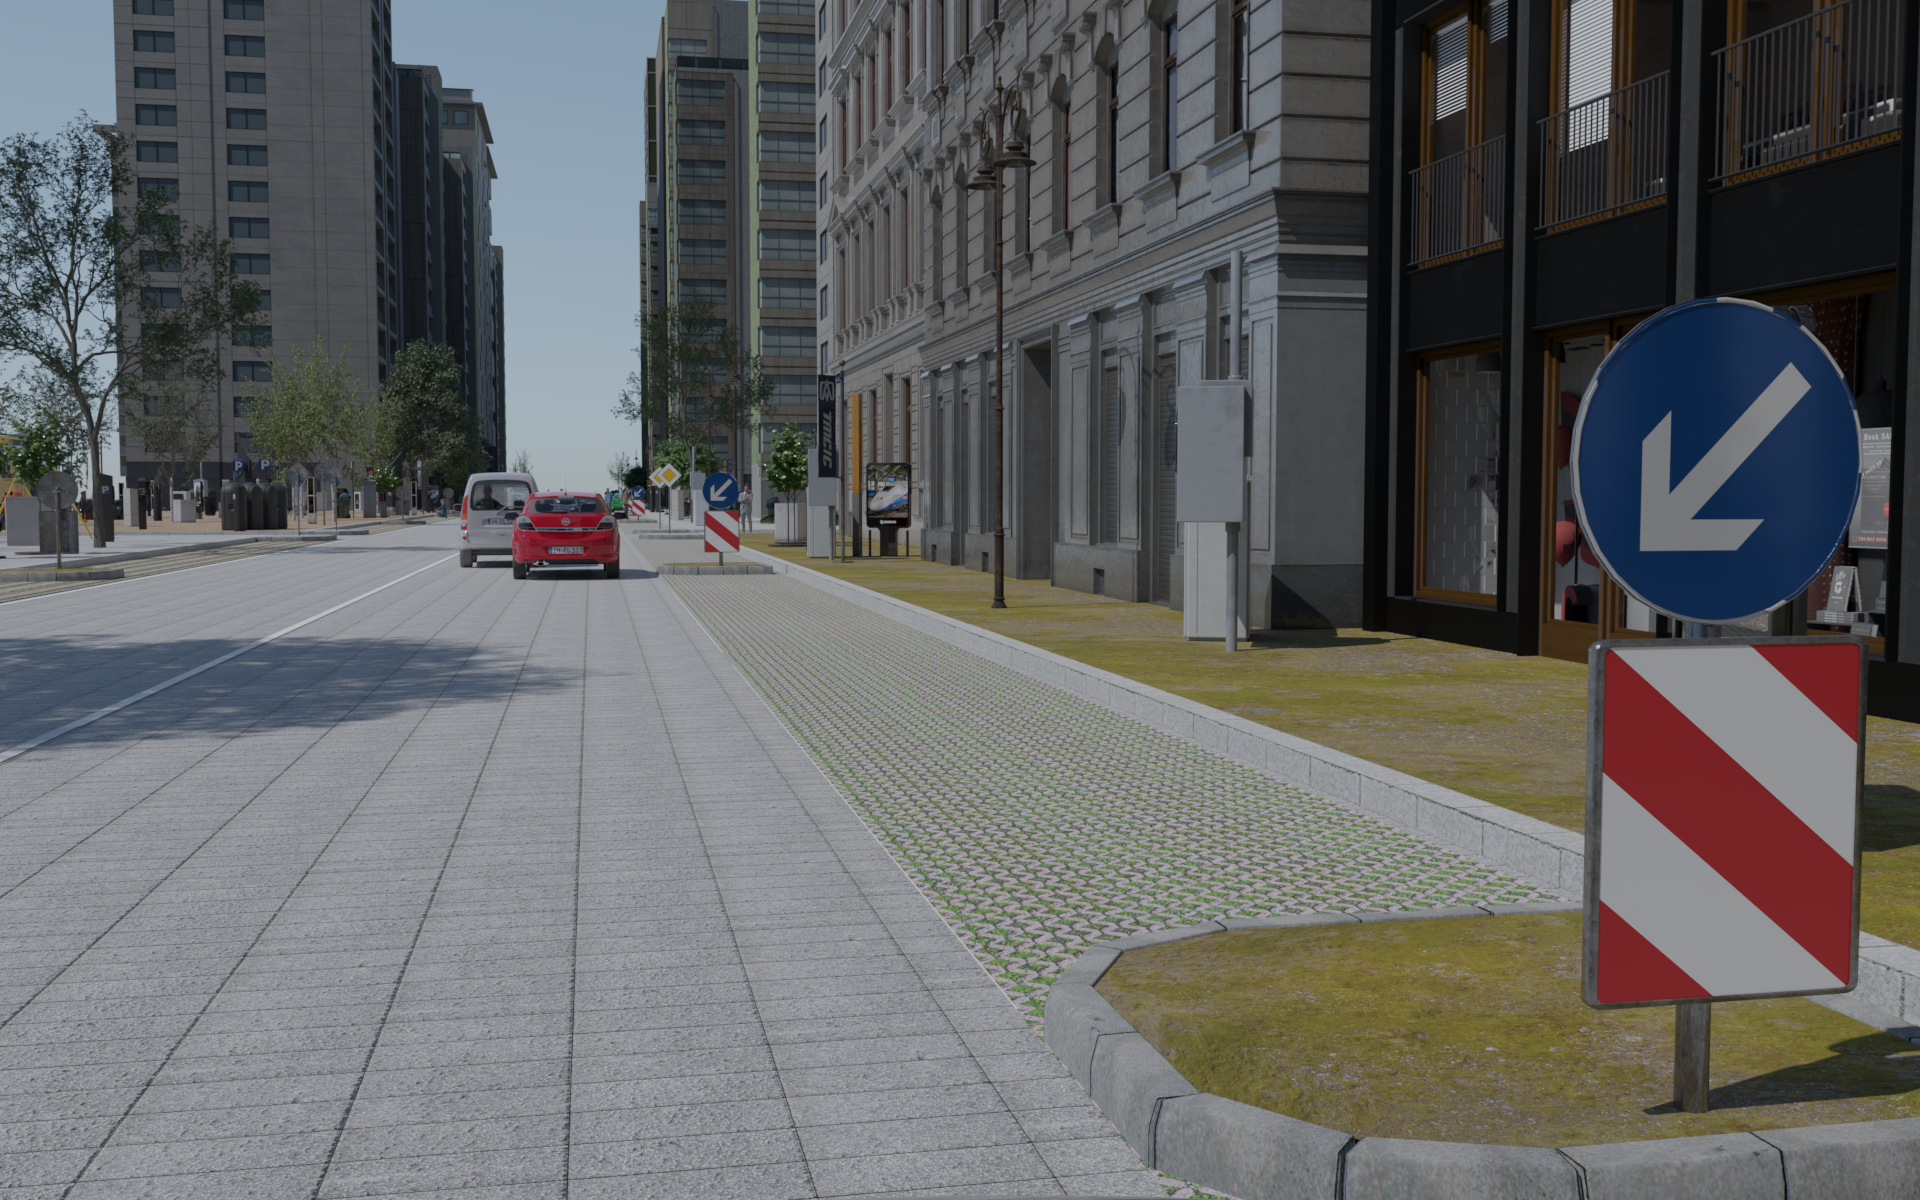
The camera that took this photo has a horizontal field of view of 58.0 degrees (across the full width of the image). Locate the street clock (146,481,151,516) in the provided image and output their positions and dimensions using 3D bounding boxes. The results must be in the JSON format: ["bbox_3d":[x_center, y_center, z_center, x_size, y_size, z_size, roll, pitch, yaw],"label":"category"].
[{"bbox_3d":[-46.615,-5.808,99.529,0.471,2.002,0.358,-1,4,-22],"label":"street clock"}]

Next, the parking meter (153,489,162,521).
[{"bbox_3d":[-38.162,-4.523,82.355,0.372,1.533,0.369,0,3,0],"label":"parking meter"}]

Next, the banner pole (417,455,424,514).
[{"bbox_3d":[-34.314,-7.353,110.232,0.863,3.779,0.401,3,5,42],"label":"banner pole"}]

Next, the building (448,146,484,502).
[{"bbox_3d":[-62.501,-31.399,196.962,14.154,41.232,14.086,-1,4,-12],"label":"building"}]

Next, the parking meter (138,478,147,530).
[{"bbox_3d":[-29.595,-3.484,62.678,0.255,1.863,0.399,-2,4,-24],"label":"parking meter"}]

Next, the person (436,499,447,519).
[{"bbox_3d":[-30.001,-5.262,100.027,0.738,1.151,1.012,0,4,4],"label":"person"}]

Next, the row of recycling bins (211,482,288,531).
[{"bbox_3d":[-25.367,-3.383,62.431,1.069,1.692,3.534,1,4,8],"label":"row of recycling bins"}]

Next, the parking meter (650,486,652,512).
[{"bbox_3d":[-21.494,-7.052,121.013,0.255,1.863,0.399,-2,4,-32],"label":"parking meter"}]

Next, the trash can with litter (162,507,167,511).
[{"bbox_3d":[-59.934,-7.247,129.874,1.055,1.170,0.624,-1,4,-18],"label":"trash can with litter"}]

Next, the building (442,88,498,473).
[{"bbox_3d":[-76.190,-39.006,226.990,28.713,52.752,27.495,-1,4,-12],"label":"building"}]

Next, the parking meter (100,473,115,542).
[{"bbox_3d":[-22.841,-2.486,46.363,0.399,1.863,0.255,-1,4,-21],"label":"parking meter"}]

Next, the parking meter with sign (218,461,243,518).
[{"bbox_3d":[-38.533,-5.818,91.387,1.738,3.016,0.543,2,4,35],"label":"parking meter with sign"}]

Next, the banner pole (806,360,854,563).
[{"bbox_3d":[-2.346,-2.577,32.156,0.401,3.779,0.863,3,5,41],"label":"banner pole"}]

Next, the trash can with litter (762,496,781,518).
[{"bbox_3d":[-8.884,-4.270,81.196,0.624,1.170,1.055,2,4,26],"label":"trash can with litter"}]

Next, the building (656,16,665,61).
[{"bbox_3d":[-21.010,-31.322,162.219,14.600,45.320,14.200,-1,4,-12],"label":"building"}]

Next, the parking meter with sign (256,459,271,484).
[{"bbox_3d":[-35.060,-5.555,87.081,0.543,3.016,1.738,-2,4,-31],"label":"parking meter with sign"}]

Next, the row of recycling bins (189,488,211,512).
[{"bbox_3d":[-54.991,-7.266,125.915,1.069,1.692,3.534,0,4,-1],"label":"row of recycling bins"}]

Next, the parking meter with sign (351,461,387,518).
[{"bbox_3d":[-31.550,-5.887,92.515,1.738,3.016,0.543,-2,4,-24],"label":"parking meter with sign"}]

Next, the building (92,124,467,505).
[{"bbox_3d":[-67.490,-29.641,176.509,32.217,40.220,23.993,-1,4,-12],"label":"building"}]

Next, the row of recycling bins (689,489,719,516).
[{"bbox_3d":[-15.310,-5.961,104.575,1.069,1.692,3.534,1,4,17],"label":"row of recycling bins"}]

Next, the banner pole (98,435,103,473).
[{"bbox_3d":[-36.530,-5.108,73.535,0.401,3.779,0.863,0,4,-3],"label":"banner pole"}]

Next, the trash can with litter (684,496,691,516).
[{"bbox_3d":[-15.803,-5.315,98.287,1.055,1.170,0.624,0,4,-2],"label":"trash can with litter"}]

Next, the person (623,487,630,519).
[{"bbox_3d":[-18.872,-5.470,97.850,0.656,1.842,0.836,2,4,32],"label":"person"}]

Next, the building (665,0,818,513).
[{"bbox_3d":[-17.984,-28.403,147.984,14.154,41.232,14.086,-1,4,-12],"label":"building"}]

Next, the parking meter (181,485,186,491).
[{"bbox_3d":[-48.557,-6.276,108.315,0.255,1.863,0.399,-1,4,-18],"label":"parking meter"}]

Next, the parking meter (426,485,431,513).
[{"bbox_3d":[-36.058,-6.838,117.516,0.255,1.863,0.399,-1,4,-17],"label":"parking meter"}]

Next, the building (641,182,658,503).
[{"bbox_3d":[-34.554,-33.466,230.756,14.154,41.232,14.086,-1,4,-12],"label":"building"}]

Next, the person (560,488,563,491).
[{"bbox_3d":[-27.896,-6.906,121.423,0.388,1.821,0.555,2,4,23],"label":"person"}]

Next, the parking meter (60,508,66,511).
[{"bbox_3d":[-41.160,-4.336,79.307,0.372,1.533,0.369,0,3,0],"label":"parking meter"}]

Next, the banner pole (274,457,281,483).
[{"bbox_3d":[-41.936,-7.130,106.585,0.401,3.779,0.863,1,4,9],"label":"banner pole"}]

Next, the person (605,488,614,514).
[{"bbox_3d":[-20.817,-5.746,102.786,0.601,1.785,0.444,3,4,38],"label":"person"}]

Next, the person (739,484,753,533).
[{"bbox_3d":[-7.536,-3.198,60.972,0.511,1.800,0.466,0,4,-7],"label":"person"}]

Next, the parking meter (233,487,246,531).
[{"bbox_3d":[-24.769,-3.127,59.533,0.372,1.533,0.369,0,3,0],"label":"parking meter"}]

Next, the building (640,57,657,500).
[{"bbox_3d":[-43.167,-51.770,284.694,20.563,71.187,20.611,-1,4,-12],"label":"building"}]

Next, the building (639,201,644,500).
[{"bbox_3d":[-38.003,-34.300,244.398,14.154,41.232,14.086,-1,4,-12],"label":"building"}]

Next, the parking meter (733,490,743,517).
[{"bbox_3d":[-12.224,-5.367,96.158,0.372,1.533,0.369,0,3,0],"label":"parking meter"}]

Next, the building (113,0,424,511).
[{"bbox_3d":[-54.893,-42.952,140.518,20.563,71.187,20.611,-1,4,-12],"label":"building"}]

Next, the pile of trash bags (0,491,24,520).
[{"bbox_3d":[-28.760,-2.501,50.651,3.447,1.369,1.912,1,4,17],"label":"pile of trash bags"}]

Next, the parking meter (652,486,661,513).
[{"bbox_3d":[-20.920,-6.998,120.128,0.399,1.863,0.255,3,5,39],"label":"parking meter"}]

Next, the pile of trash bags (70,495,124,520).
[{"bbox_3d":[-41.860,-4.653,85.833,3.447,1.369,1.912,1,4,17],"label":"pile of trash bags"}]

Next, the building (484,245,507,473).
[{"bbox_3d":[-79.969,-36.221,275.809,14.154,41.232,14.086,-1,4,-12],"label":"building"}]

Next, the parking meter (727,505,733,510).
[{"bbox_3d":[-13.128,-5.539,98.971,0.372,1.533,0.369,0,3,0],"label":"parking meter"}]

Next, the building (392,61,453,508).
[{"bbox_3d":[-55.115,-29.090,159.223,14.154,41.232,14.086,-1,4,-12],"label":"building"}]

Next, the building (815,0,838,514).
[{"bbox_3d":[4.862,-39.116,77.801,20.611,71.187,20.563,-1,4,-12],"label":"building"}]

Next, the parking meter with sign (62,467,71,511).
[{"bbox_3d":[-51.576,-6.327,99.699,0.543,3.016,1.738,-1,4,-13],"label":"parking meter with sign"}]

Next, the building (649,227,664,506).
[{"bbox_3d":[-26.988,-25.605,190.337,14.160,30.474,14.107,-1,4,-12],"label":"building"}]
